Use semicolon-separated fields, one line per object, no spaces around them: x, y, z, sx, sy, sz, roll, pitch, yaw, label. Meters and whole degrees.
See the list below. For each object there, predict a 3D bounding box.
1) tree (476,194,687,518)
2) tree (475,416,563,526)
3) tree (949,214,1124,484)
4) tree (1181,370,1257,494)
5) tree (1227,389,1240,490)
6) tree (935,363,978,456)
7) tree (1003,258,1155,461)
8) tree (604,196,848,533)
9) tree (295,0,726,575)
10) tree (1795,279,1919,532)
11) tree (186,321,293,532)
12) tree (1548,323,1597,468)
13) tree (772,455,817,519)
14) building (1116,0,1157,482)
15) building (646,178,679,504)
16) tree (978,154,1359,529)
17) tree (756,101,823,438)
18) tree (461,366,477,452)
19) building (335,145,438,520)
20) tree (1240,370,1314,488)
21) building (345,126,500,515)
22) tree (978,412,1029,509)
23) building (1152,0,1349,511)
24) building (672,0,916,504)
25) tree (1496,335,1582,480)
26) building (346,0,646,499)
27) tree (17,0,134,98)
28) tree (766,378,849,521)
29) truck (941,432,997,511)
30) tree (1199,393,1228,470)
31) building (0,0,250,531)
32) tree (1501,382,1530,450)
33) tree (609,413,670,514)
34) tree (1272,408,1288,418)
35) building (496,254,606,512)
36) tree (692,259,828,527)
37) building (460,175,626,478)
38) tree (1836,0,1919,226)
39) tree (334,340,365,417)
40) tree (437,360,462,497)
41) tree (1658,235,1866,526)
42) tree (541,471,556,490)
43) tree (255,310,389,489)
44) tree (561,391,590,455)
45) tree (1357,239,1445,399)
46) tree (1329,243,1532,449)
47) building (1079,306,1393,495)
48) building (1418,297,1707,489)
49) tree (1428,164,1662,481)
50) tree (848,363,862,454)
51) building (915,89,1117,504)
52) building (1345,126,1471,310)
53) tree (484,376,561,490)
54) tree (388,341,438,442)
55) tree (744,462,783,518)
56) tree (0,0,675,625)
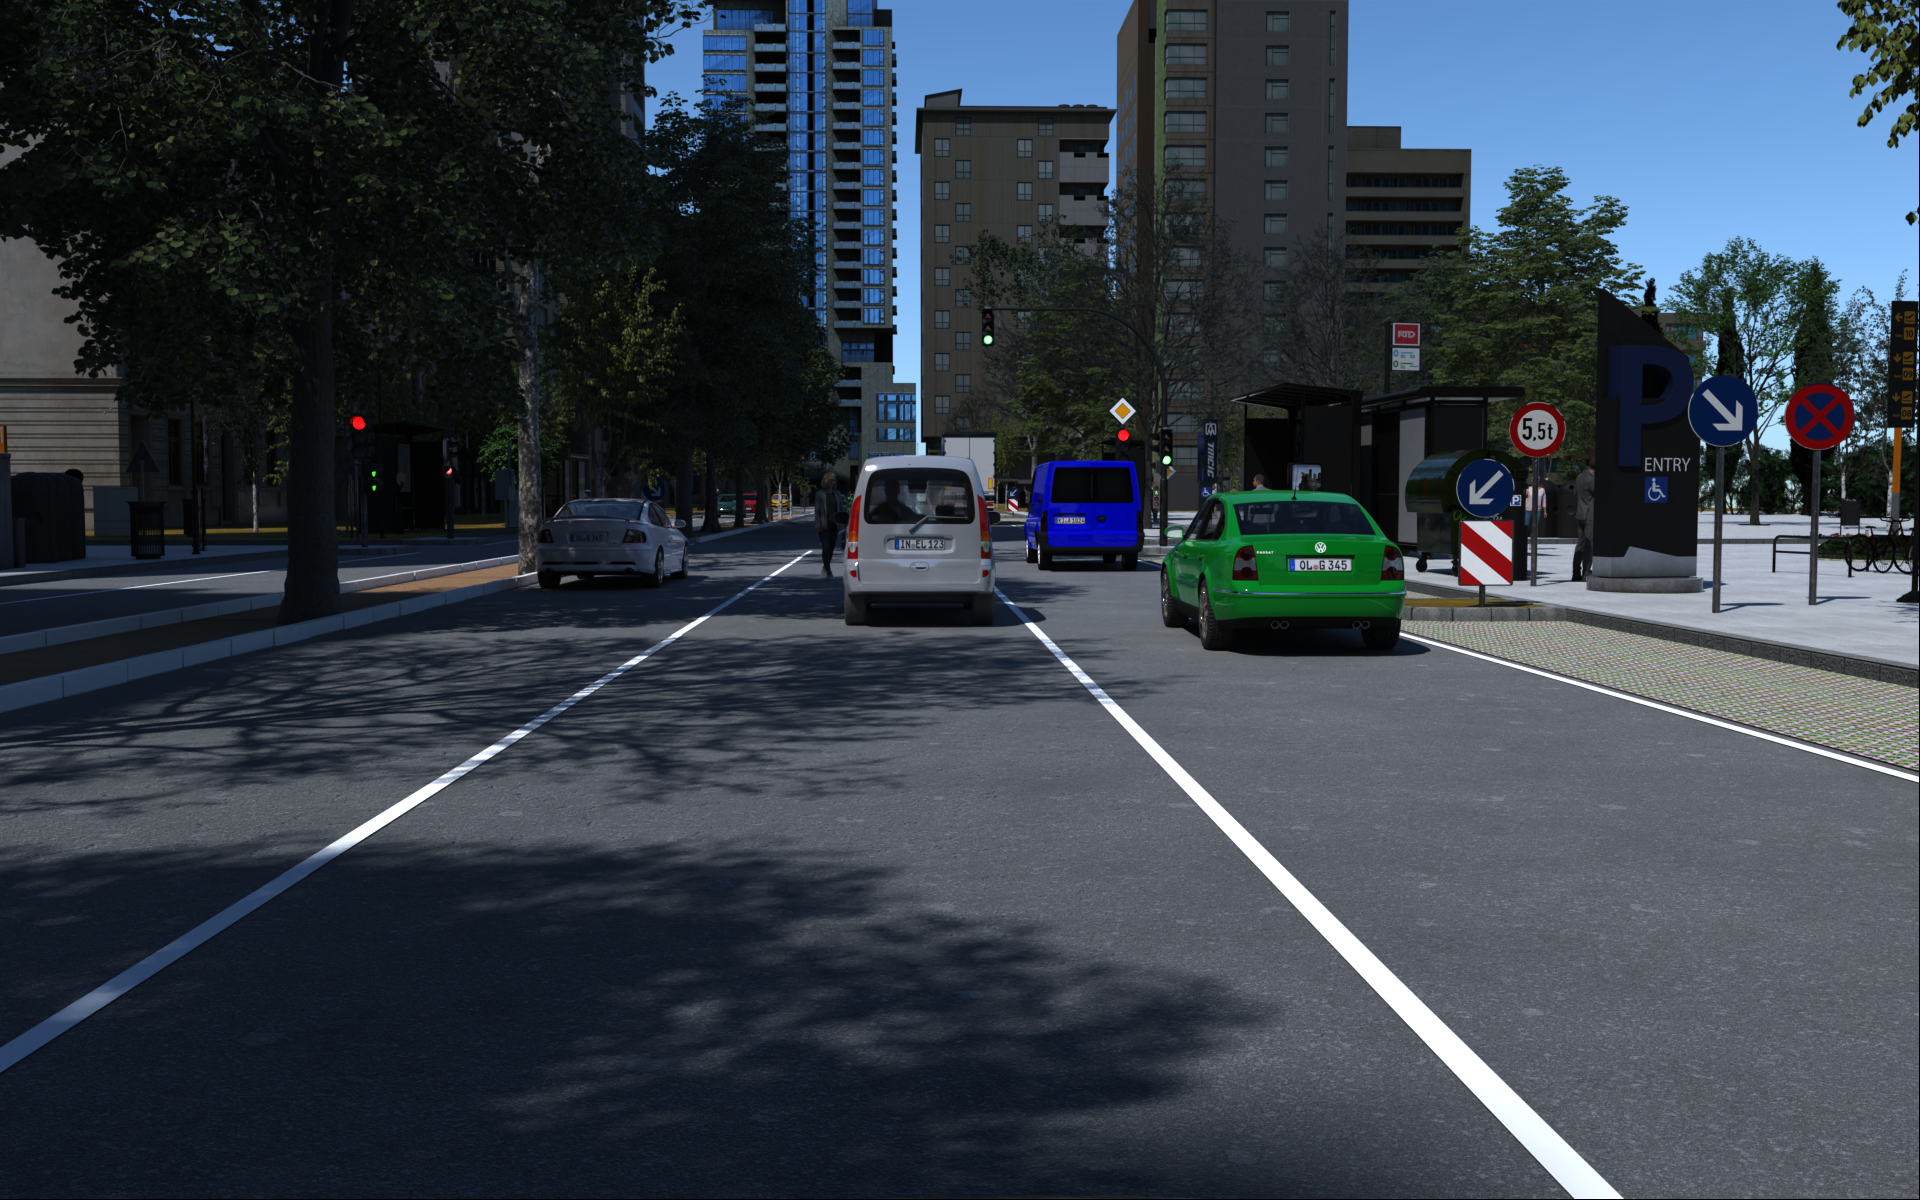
-8.257;-5.319;39.783;4.737;8.622;4.395;0;3;0;tree
-17.999;-5.310;70.528;4.285;4.588;4.351;0;3;0;tree
6.258;-15.847;114.987;12.611;20.169;13.585;0;3;0;tree
14.212;-8.815;94.487;4.360;8.622;3.978;0;3;0;tree
19.635;-9.765;110.015;4.737;8.622;4.395;0;3;0;tree
5.469;-11.317;95.408;12.009;13.543;11.850;0;3;0;tree
5.974;-10.131;83.765;7.486;12.596;7.792;0;3;0;tree
-9.243;-8.847;64.111;9.611;12.733;9.660;0;3;0;tree
-8.789;-10.538;30.651;12.611;20.169;13.585;0;3;0;tree
32.108;-6.854;62.429;4.360;8.622;3.978;0;3;0;tree
-23.921;-6.582;57.974;4.360;8.622;3.978;0;3;0;tree
25.506;-7.286;69.486;4.360;8.622;3.978;0;3;0;tree
-10.663;-9.574;109.351;4.737;8.622;4.395;0;3;0;tree
21.556;-30.782;153.396;14.600;45.320;14.200;0;4;-2;building
-44.105;-33.140;225.437;14.086;41.232;14.154;0;4;-2;building
6.946;-9.351;63.262;12.009;13.543;11.850;0;3;0;tree
-8.654;-8.844;53.716;9.857;13.997;8.962;0;3;0;tree
-19.642;-7.884;79.263;4.737;8.622;4.395;0;3;0;tree
-35.207;-15.579;90.872;11.583;22.565;21.152;0;4;-2;building
19.637;-9.211;100.957;4.737;8.622;4.395;0;3;0;tree
-37.238;-17.099;109.248;12.332;23.373;15.834;0;4;-2;building
3.243;-12.783;159.359;4.737;8.622;4.395;0;3;0;tree
22.360;-27.835;138.693;14.154;41.232;14.086;0;4;-2;building
-21.445;-56.041;228.946;31.000;86.520;22.319;0;4;-2;building
26.357;-7.814;78.125;4.737;8.622;4.395;0;3;0;tree
-46.965;-38.896;177.954;28.212;58.520;21.231;0;4;-2;building
-7.090;-5.779;7.320;12.009;13.543;11.850;0;3;0;tree
-10.011;-9.468;91.676;8.767;10.594;7.601;0;4;-2;tree
0.326;-5.801;83.759;2.839;4.237;11.283;0;4;-1;truck
18.716;-10.350;119.589;4.737;8.622;4.395;0;3;0;tree
-34.802;-14.288;69.762;11.583;22.565;21.152;0;4;-2;building
31.095;-9.145;99.875;4.360;8.622;3.978;0;3;0;tree
-19.361;-11.417;112.422;9.928;11.665;9.643;0;3;0;tree
23.411;-10.632;124.197;4.360;8.622;3.978;0;3;0;tree
-44.827;-17.977;138.969;27.650;21.520;28.899;0;4;-2;building
-9.584;-9.401;74.297;7.486;12.596;7.792;0;3;0;tree
-39.249;-23.782;160.539;14.160;30.474;14.107;0;4;-2;building
8.906;-3.906;14.233;4.737;8.622;4.395;0;3;0;tree
-25.986;-7.256;68.992;4.360;8.622;3.978;0;3;0;tree
-26.233;-8.097;82.746;4.737;8.622;4.395;0;3;0;tree
32.385;-8.861;70.640;9.928;11.665;9.643;0;3;0;tree
-18.406;-4.886;74.486;1.663;3.219;1.824;0;3;0;tree
-24.055;-6.932;63.695;4.737;8.622;4.395;0;3;0;tree
-26.940;-10.247;117.907;4.360;8.622;3.978;0;3;0;tree
17.022;-10.239;77.781;12.009;13.543;11.850;0;3;0;tree
25.035;-11.182;89.476;9.857;13.997;8.962;0;3;0;tree
27.473;-20.298;176.908;27.650;21.520;28.899;0;4;-2;building
56.239;-20.407;178.688;28.899;21.520;27.650;0;4;-2;building
20.327;-8.715;60.621;7.486;12.596;7.792;0;3;0;tree
-9.586;-9.998;82.930;9.611;12.733;9.660;0;3;0;tree
7.786;-39.451;234.262;27.495;52.752;28.713;0;4;-2;building
54.062;-37.167;231.375;21.600;48.544;21.300;0;4;-2;building
-26.123;-9.295;102.342;4.360;8.622;3.978;0;3;0;tree
-25.438;-7.595;74.542;4.737;8.622;4.395;0;3;0;tree
-10.917;-9.279;104.534;4.360;8.622;3.978;0;3;0;tree
-7.182;-6.709;18.800;9.857;13.997;8.962;0;3;0;tree
